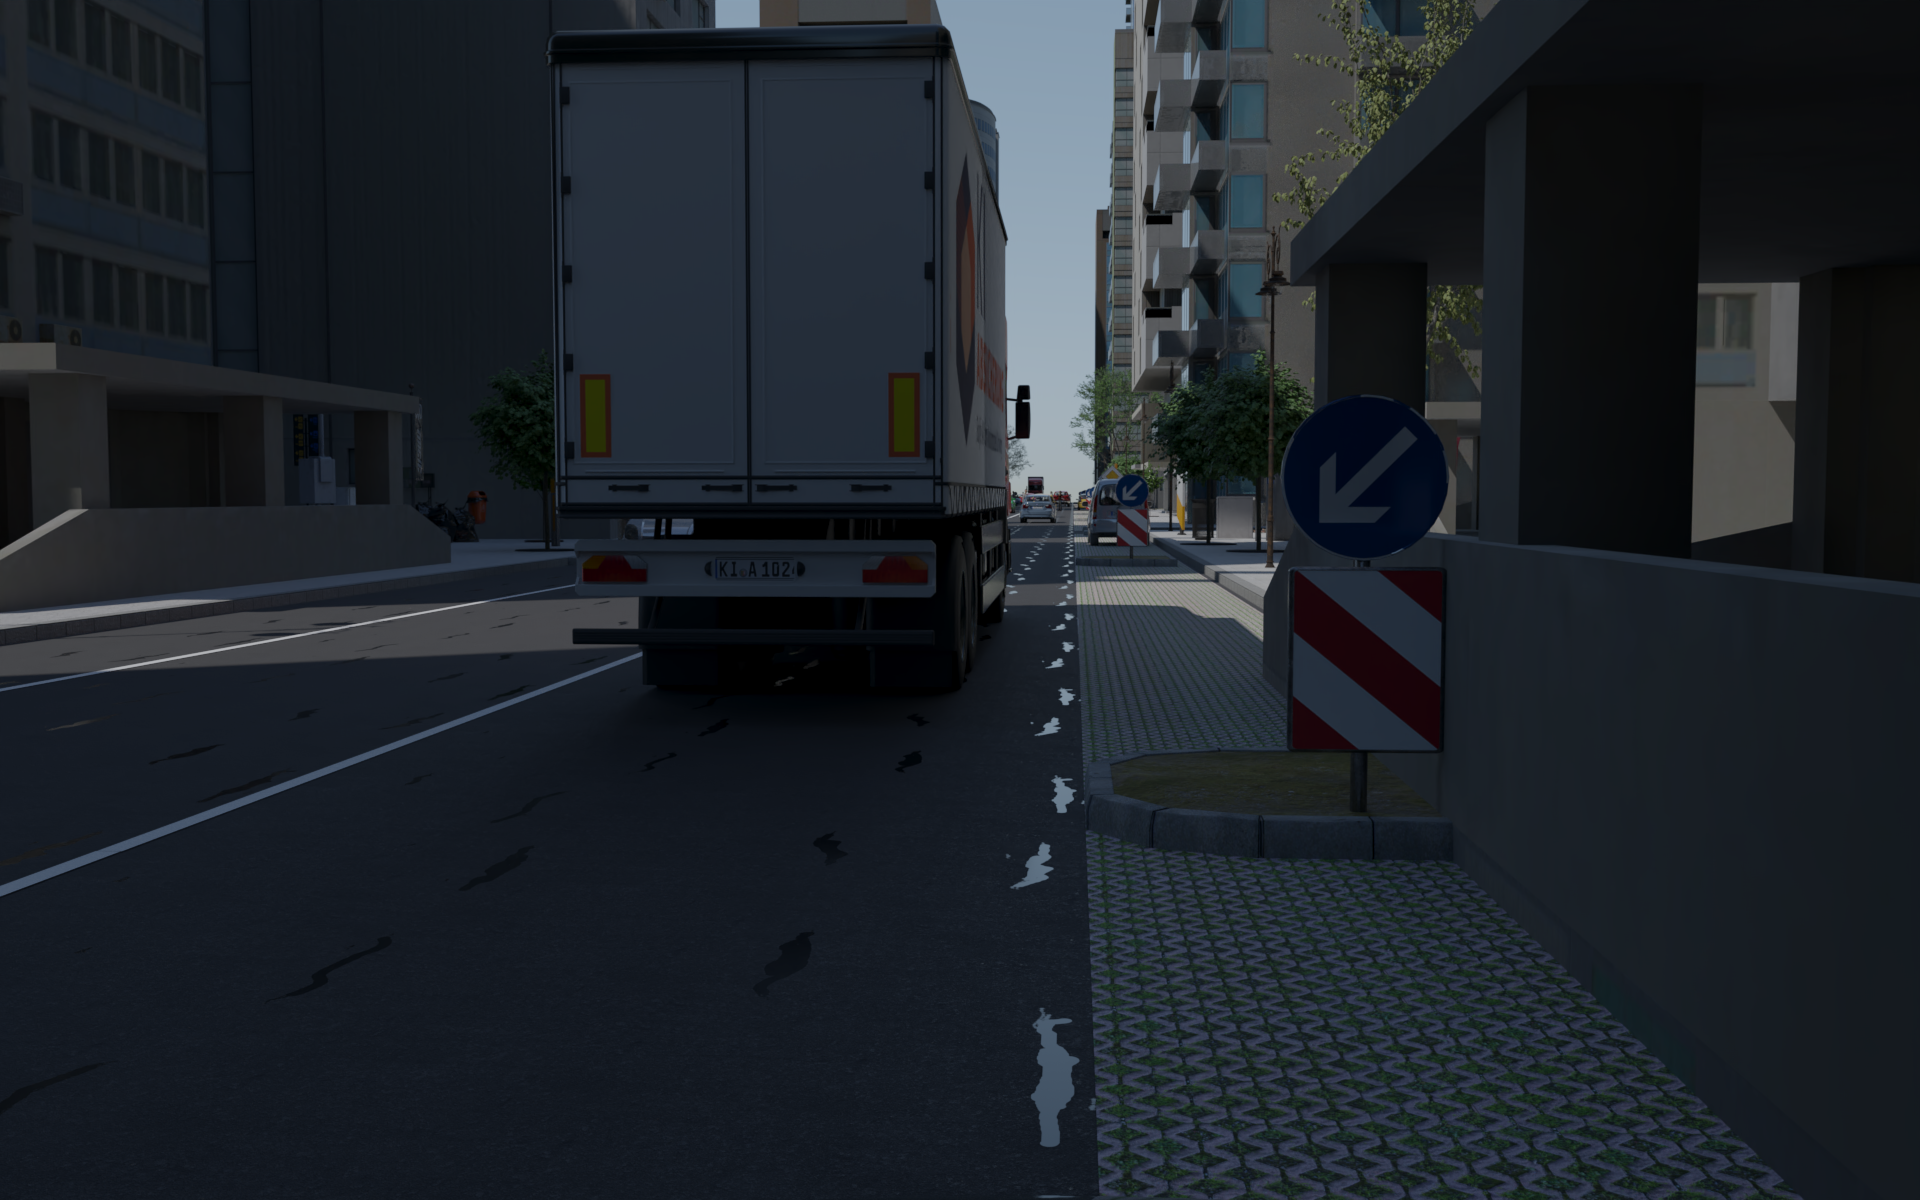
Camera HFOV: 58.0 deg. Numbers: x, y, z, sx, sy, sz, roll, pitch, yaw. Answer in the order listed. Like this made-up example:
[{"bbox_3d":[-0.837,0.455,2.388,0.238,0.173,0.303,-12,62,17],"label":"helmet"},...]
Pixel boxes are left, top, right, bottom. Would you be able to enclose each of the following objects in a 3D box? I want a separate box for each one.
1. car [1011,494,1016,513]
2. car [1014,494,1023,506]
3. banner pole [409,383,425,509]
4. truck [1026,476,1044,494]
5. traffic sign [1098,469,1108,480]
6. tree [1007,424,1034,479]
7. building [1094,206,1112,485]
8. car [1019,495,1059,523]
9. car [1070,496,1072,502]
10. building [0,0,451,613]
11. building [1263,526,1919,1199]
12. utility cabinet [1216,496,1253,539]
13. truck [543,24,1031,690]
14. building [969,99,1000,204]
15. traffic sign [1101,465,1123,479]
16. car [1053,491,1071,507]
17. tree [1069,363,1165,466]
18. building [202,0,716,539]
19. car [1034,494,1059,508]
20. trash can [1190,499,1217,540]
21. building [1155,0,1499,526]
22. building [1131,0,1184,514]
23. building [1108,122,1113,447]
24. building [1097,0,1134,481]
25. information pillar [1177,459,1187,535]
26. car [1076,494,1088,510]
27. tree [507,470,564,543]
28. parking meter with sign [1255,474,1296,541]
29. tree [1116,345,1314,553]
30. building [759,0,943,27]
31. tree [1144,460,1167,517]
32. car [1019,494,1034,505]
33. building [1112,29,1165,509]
[{"bbox_3d":[3.216,-7.393,129.676,1.959,1.807,4.718,0,4,4],"label":"car"},{"bbox_3d":[7.369,-11.814,205.152,2.014,1.417,4.499,0,4,4],"label":"car"},{"bbox_3d":[-12.368,-3.023,39.444,0.401,3.779,0.863,0,4,4],"label":"banner pole"},{"bbox_3d":[12.151,-17.686,278.075,2.839,4.237,11.283,0,4,4],"label":"truck"},{"bbox_3d":[5.813,-3.945,68.141,0.795,2.450,0.064,0,4,4],"label":"traffic sign"},{"bbox_3d":[7.723,-23.896,301.061,12.009,13.543,11.850,0,3,0],"label":"tree"},{"bbox_3d":[27.536,-37.542,263.914,14.600,45.320,14.200,0,4,4],"label":"building"},{"bbox_3d":[3.942,-4.587,87.000,2.014,1.417,4.499,0,4,5],"label":"car"},{"bbox_3d":[18.079,-17.585,296.561,2.155,1.783,4.494,0,4,3],"label":"car"},{"bbox_3d":[-26.016,-20.387,25.211,32.217,40.220,23.993,0,4,4],"label":"building"},{"bbox_3d":[17.977,-19.107,4.284,32.217,40.220,23.993,0,4,4],"label":"building"},{"bbox_3d":[7.923,-2.373,49.961,1.020,1.237,0.306,0,4,-1],"label":"utility cabinet"},{"bbox_3d":[-0.895,-1.659,16.032,2.839,4.237,11.283,0,4,4],"label":"truck"},{"bbox_3d":[-5.358,-43.615,255.098,21.231,58.520,28.212,0,4,4],"label":"building"},{"bbox_3d":[5.292,-3.458,60.173,0.795,2.450,0.064,0,4,4],"label":"traffic sign"},{"bbox_3d":[11.516,-11.531,197.203,2.281,1.827,5.304,0,4,4],"label":"car"},{"bbox_3d":[12.364,-12.861,136.026,9.928,11.665,9.643,0,3,0],"label":"tree"},{"bbox_3d":[-15.455,-22.722,55.093,14.086,41.232,14.154,0,4,4],"label":"building"},{"bbox_3d":[5.160,-5.971,107.843,2.015,1.641,3.980,0,4,3],"label":"car"},{"bbox_3d":[6.781,-2.241,48.301,0.748,1.137,0.748,0,3,0],"label":"trash can"},{"bbox_3d":[23.884,-27.910,75.938,30.456,49.044,23.786,0,4,4],"label":"building"},{"bbox_3d":[24.943,-31.871,110.333,28.713,52.752,27.495,0,4,4],"label":"building"},{"bbox_3d":[28.664,-35.625,202.083,23.786,49.044,30.456,0,4,4],"label":"building"},{"bbox_3d":[30.541,-56.709,239.855,22.319,86.520,31.000,0,4,4],"label":"building"},{"bbox_3d":[6.933,-3.848,54.271,0.183,3.616,0.504,-1,4,-14],"label":"information pillar"},{"bbox_3d":[11.342,-8.818,154.401,2.015,1.641,3.980,0,4,3],"label":"car"},{"bbox_3d":[-11.154,-3.163,46.321,1.663,3.219,1.824,0,3,0],"label":"tree"},{"bbox_3d":[8.802,-3.131,47.457,1.738,3.016,0.543,-2,4,-27],"label":"parking meter with sign"},{"bbox_3d":[6.579,-3.345,38.398,4.285,4.588,4.351,0,3,0],"label":"tree"},{"bbox_3d":[-8.842,-30.630,150.910,14.600,45.320,14.200,0,4,4],"label":"building"},{"bbox_3d":[10.607,-6.303,97.658,1.663,3.219,1.824,0,3,0],"label":"tree"},{"bbox_3d":[7.836,-11.501,197.085,2.155,1.783,4.494,0,4,3],"label":"car"},{"bbox_3d":[20.727,-28.892,155.981,14.154,41.232,14.086,0,4,4],"label":"building"}]
